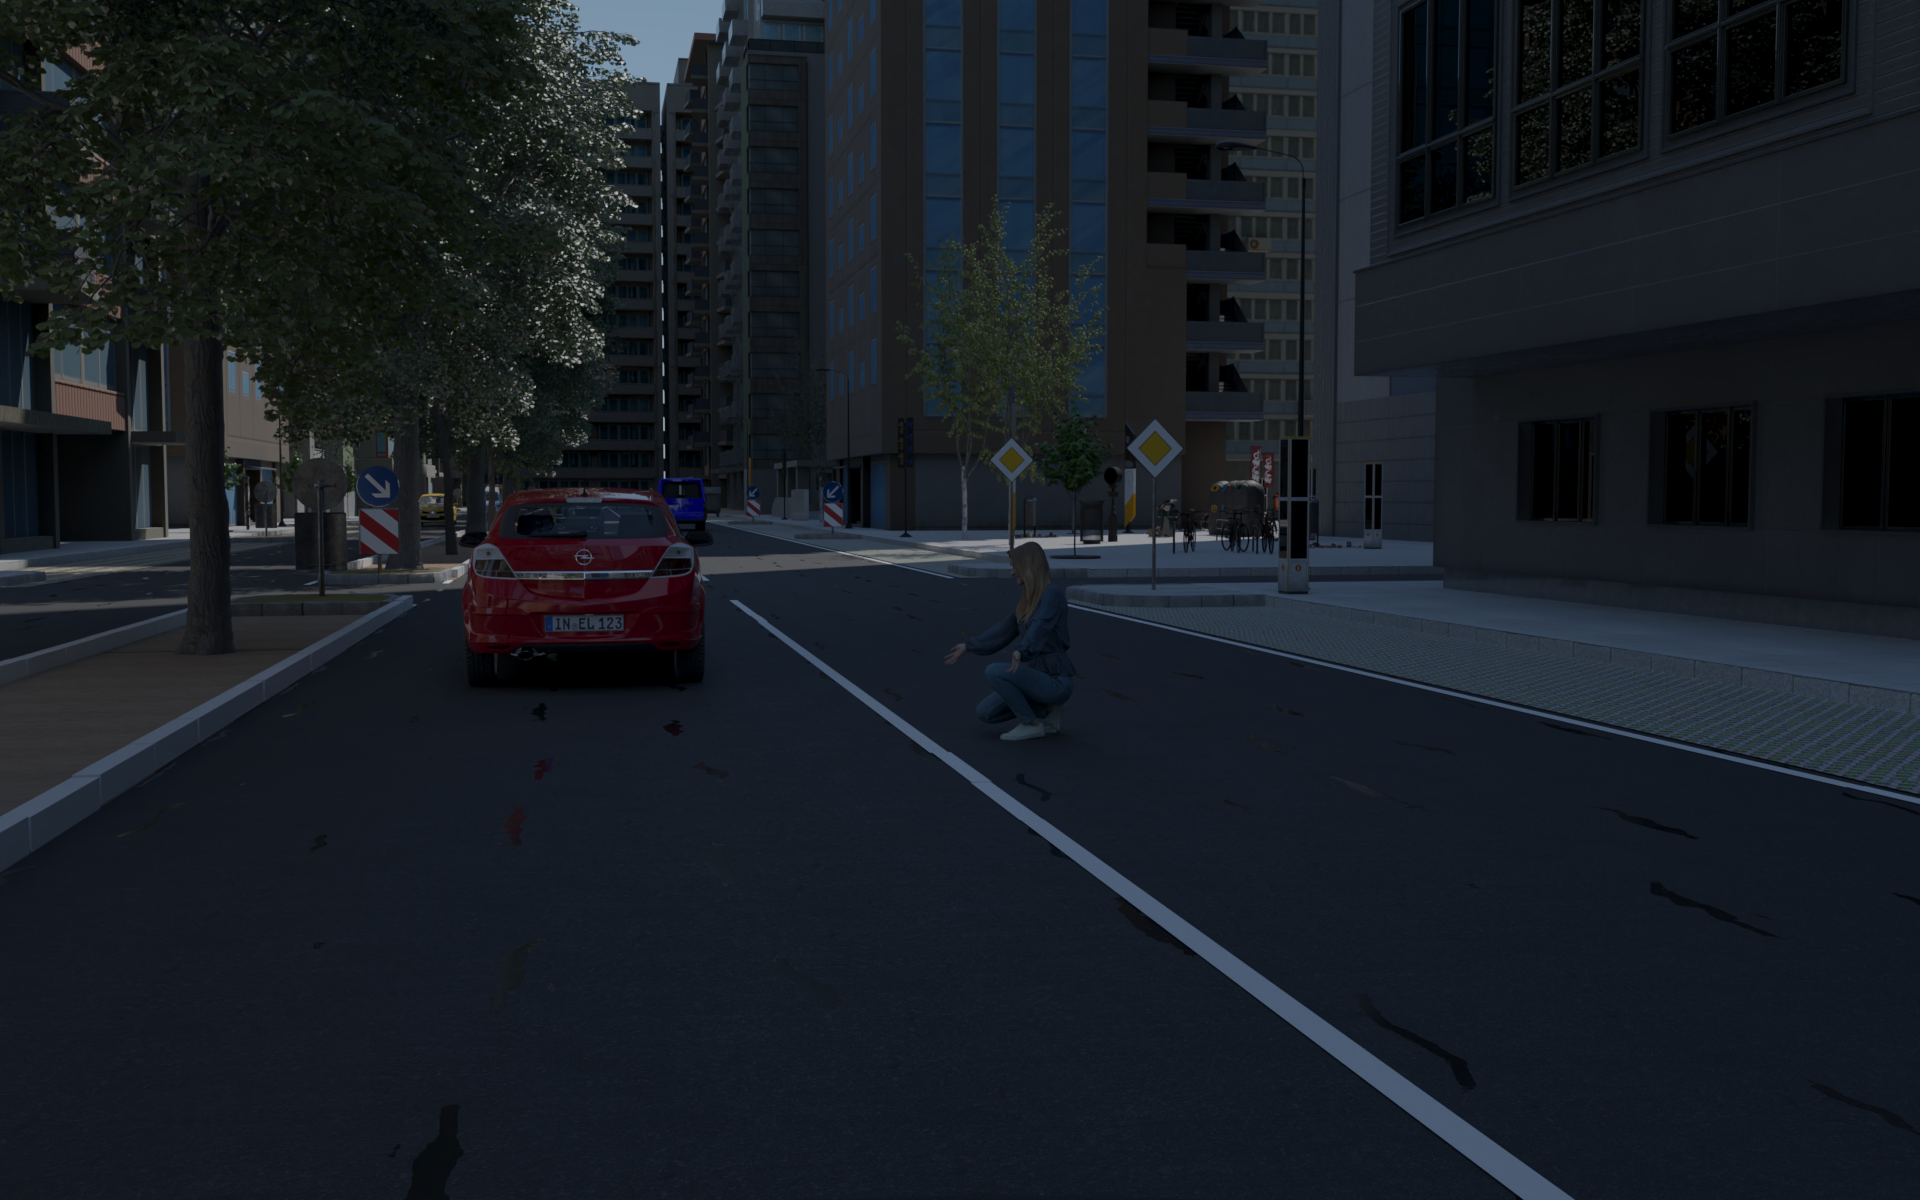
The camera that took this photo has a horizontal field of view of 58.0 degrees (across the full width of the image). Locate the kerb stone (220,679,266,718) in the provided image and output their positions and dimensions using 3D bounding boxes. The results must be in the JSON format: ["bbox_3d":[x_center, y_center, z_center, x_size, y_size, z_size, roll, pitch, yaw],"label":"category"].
[{"bbox_3d":[-4.747,0.663,11.411,0.120,0.150,1.000,-1,4,-12],"label":"kerb stone"}]

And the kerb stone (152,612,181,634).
[{"bbox_3d":[-8.301,0.256,18.005,0.120,0.150,1.000,-1,4,-12],"label":"kerb stone"}]

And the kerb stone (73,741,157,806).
[{"bbox_3d":[-4.095,0.844,8.403,0.120,0.150,1.000,-1,4,-12],"label":"kerb stone"}]

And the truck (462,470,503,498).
[{"bbox_3d":[-32.172,-7.528,118.999,3.469,3.379,9.791,-1,4,-13],"label":"truck"}]

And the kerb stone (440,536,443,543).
[{"bbox_3d":[-15.283,-1.736,50.601,0.120,0.150,1.000,-1,4,-12],"label":"kerb stone"}]

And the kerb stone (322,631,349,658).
[{"bbox_3d":[-5.599,0.414,15.429,0.120,0.150,1.000,-1,4,-12],"label":"kerb stone"}]

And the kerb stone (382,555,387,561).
[{"bbox_3d":[-12.276,-0.879,36.565,0.120,0.150,1.000,-1,4,-12],"label":"kerb stone"}]

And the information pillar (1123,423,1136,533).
[{"bbox_3d":[5.564,-3.996,56.690,0.183,3.616,0.504,-2,4,-32],"label":"information pillar"}]

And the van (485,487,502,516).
[{"bbox_3d":[-26.097,-5.413,95.507,2.013,2.044,4.112,-1,4,-14],"label":"van"}]

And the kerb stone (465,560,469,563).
[{"bbox_3d":[-9.146,-0.596,31.995,0.120,0.150,1.000,-1,4,-12],"label":"kerb stone"}]

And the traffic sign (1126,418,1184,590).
[{"bbox_3d":[2.586,-1.189,23.084,0.795,2.450,0.064,-1,4,-12],"label":"traffic sign"}]

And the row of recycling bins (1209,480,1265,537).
[{"bbox_3d":[8.552,-2.834,53.453,1.069,1.692,3.534,-1,4,-8],"label":"row of recycling bins"}]

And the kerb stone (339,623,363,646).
[{"bbox_3d":[-5.818,0.356,16.433,0.120,0.150,1.000,-1,4,-12],"label":"kerb stone"}]

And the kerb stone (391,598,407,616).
[{"bbox_3d":[-6.675,0.116,20.442,0.120,0.150,1.000,-1,4,-12],"label":"kerb stone"}]

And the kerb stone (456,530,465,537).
[{"bbox_3d":[-17.208,-2.289,59.622,0.120,0.150,1.000,-1,4,-12],"label":"kerb stone"}]

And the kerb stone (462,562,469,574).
[{"bbox_3d":[-8.928,-0.538,30.990,0.120,0.150,1.000,-1,4,-12],"label":"kerb stone"}]

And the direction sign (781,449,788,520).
[{"bbox_3d":[-8.774,-5.784,86.564,0.379,3.537,0.876,0,4,6],"label":"direction sign"}]

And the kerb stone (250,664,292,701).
[{"bbox_3d":[-4.956,0.598,12.417,0.120,0.150,1.000,-1,4,-12],"label":"kerb stone"}]

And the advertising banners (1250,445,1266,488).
[{"bbox_3d":[9.974,-4.016,61.856,2.074,3.025,0.090,-2,4,-30],"label":"advertising banners"}]

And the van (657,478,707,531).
[{"bbox_3d":[-11.128,-3.935,68.715,2.240,2.365,5.245,-1,4,-11],"label":"van"}]

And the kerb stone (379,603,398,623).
[{"bbox_3d":[-6.458,0.173,19.439,0.120,0.150,1.000,-1,4,-12],"label":"kerb stone"}]

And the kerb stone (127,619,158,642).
[{"bbox_3d":[-8.090,0.319,17.005,0.120,0.150,1.000,-1,4,-12],"label":"kerb stone"}]

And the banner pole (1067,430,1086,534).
[{"bbox_3d":[3.787,-4.013,55.623,0.401,3.779,0.863,3,5,44],"label":"banner pole"}]

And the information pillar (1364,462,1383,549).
[{"bbox_3d":[9.644,-2.197,40.415,0.304,2.012,0.304,-2,4,-32],"label":"information pillar"}]

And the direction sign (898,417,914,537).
[{"bbox_3d":[-1.612,-3.637,51.464,0.379,3.537,0.876,-2,4,-32],"label":"direction sign"}]

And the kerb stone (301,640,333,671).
[{"bbox_3d":[-5.385,0.475,14.426,0.120,0.150,1.000,-1,4,-12],"label":"kerb stone"}]

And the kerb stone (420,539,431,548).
[{"bbox_3d":[-14.417,-1.492,46.585,0.120,0.150,1.000,-1,4,-12],"label":"kerb stone"}]

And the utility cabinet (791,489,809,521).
[{"bbox_3d":[-7.678,-4.547,83.029,0.318,1.500,1.173,-2,4,-35],"label":"utility cabinet"}]

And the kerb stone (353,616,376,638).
[{"bbox_3d":[-6.033,0.294,17.432,0.120,0.150,1.000,-1,4,-12],"label":"kerb stone"}]

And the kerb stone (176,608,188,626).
[{"bbox_3d":[-8.523,0.197,19.010,0.120,0.150,1.000,-1,4,-12],"label":"kerb stone"}]

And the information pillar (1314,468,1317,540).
[{"bbox_3d":[9.689,-2.665,48.064,0.304,2.012,0.304,2,4,35],"label":"information pillar"}]

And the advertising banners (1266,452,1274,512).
[{"bbox_3d":[13.717,-4.690,72.871,2.074,3.025,0.090,0,4,3],"label":"advertising banners"}]

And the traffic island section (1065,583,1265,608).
[{"bbox_3d":[2.607,-0.054,23.166,2.009,0.180,2.903,-1,4,-12],"label":"traffic island section"}]

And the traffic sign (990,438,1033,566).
[{"bbox_3d":[0.914,-1.667,30.892,0.795,2.450,0.064,-1,4,-12],"label":"traffic sign"}]

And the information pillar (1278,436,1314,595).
[{"bbox_3d":[4.284,-1.084,22.214,0.304,2.012,0.304,-1,4,-15],"label":"information pillar"}]

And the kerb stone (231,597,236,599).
[{"bbox_3d":[-8.942,0.072,21.016,0.120,0.150,1.000,-1,4,-12],"label":"kerb stone"}]

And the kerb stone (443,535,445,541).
[{"bbox_3d":[-15.487,-1.799,51.602,0.120,0.150,1.000,-1,4,-12],"label":"kerb stone"}]

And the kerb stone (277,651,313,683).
[{"bbox_3d":[-5.172,0.538,13.416,0.120,0.150,1.000,-1,4,-12],"label":"kerb stone"}]

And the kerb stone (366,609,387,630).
[{"bbox_3d":[-6.249,0.230,18.438,0.120,0.150,1.000,-1,4,-12],"label":"kerb stone"}]

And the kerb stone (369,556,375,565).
[{"bbox_3d":[-11.847,-0.748,34.554,0.120,0.150,1.000,-1,4,-12],"label":"kerb stone"}]

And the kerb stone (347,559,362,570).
[{"bbox_3d":[-11.417,-0.633,32.550,0.120,0.150,1.000,-1,4,-12],"label":"kerb stone"}]

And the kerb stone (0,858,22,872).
[{"bbox_3d":[-3.661,0.966,6.395,0.120,0.150,1.000,-1,4,-12],"label":"kerb stone"}]

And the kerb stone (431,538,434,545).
[{"bbox_3d":[-14.635,-1.554,47.598,0.120,0.150,1.000,-1,4,-12],"label":"kerb stone"}]

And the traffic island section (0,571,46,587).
[{"bbox_3d":[-15.829,-0.313,27.404,2.009,0.180,2.903,-1,4,-12],"label":"traffic island section"}]

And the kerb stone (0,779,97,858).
[{"bbox_3d":[-3.874,0.912,7.395,0.120,0.150,1.000,-1,4,-12],"label":"kerb stone"}]

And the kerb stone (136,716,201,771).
[{"bbox_3d":[-4.312,0.783,9.402,0.120,0.150,1.000,-1,4,-12],"label":"kerb stone"}]

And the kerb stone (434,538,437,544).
[{"bbox_3d":[-14.851,-1.613,48.602,0.120,0.150,1.000,-1,4,-12],"label":"kerb stone"}]

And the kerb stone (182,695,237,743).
[{"bbox_3d":[-4.526,0.721,10.408,0.120,0.150,1.000,-1,4,-12],"label":"kerb stone"}]

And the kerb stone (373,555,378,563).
[{"bbox_3d":[-12.060,-0.818,35.565,0.120,0.150,1.000,-1,4,-12],"label":"kerb stone"}]

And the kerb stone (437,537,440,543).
[{"bbox_3d":[-15.069,-1.671,49.601,0.120,0.150,1.000,-1,4,-12],"label":"kerb stone"}]

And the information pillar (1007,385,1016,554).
[{"bbox_3d":[1.122,-2.800,37.139,0.183,3.616,0.504,0,4,-5],"label":"information pillar"}]

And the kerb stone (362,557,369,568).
[{"bbox_3d":[-11.629,-0.695,33.555,0.120,0.150,1.000,-1,4,-12],"label":"kerb stone"}]

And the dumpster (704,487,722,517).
[{"bbox_3d":[-15.695,-6.044,107.037,1.865,1.857,1.264,-1,4,-13],"label":"dumpster"}]

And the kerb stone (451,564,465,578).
[{"bbox_3d":[-8.721,-0.476,29.986,0.120,0.150,1.000,-1,4,-12],"label":"kerb stone"}]

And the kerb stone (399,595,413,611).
[{"bbox_3d":[-6.885,0.046,21.445,0.120,0.150,1.000,-1,4,-12],"label":"kerb stone"}]

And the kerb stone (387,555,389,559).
[{"bbox_3d":[-12.493,-0.940,37.564,0.120,0.150,1.000,-1,4,-12],"label":"kerb stone"}]

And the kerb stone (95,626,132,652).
[{"bbox_3d":[-7.874,0.379,16.006,0.120,0.150,1.000,-1,4,-12],"label":"kerb stone"}]

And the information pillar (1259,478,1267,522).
[{"bbox_3d":[13.895,-4.587,79.496,0.304,2.012,0.304,-1,4,-21],"label":"information pillar"}]

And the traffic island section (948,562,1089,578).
[{"bbox_3d":[0.935,-0.532,30.974,2.009,0.180,2.903,-1,4,-12],"label":"traffic island section"}]
